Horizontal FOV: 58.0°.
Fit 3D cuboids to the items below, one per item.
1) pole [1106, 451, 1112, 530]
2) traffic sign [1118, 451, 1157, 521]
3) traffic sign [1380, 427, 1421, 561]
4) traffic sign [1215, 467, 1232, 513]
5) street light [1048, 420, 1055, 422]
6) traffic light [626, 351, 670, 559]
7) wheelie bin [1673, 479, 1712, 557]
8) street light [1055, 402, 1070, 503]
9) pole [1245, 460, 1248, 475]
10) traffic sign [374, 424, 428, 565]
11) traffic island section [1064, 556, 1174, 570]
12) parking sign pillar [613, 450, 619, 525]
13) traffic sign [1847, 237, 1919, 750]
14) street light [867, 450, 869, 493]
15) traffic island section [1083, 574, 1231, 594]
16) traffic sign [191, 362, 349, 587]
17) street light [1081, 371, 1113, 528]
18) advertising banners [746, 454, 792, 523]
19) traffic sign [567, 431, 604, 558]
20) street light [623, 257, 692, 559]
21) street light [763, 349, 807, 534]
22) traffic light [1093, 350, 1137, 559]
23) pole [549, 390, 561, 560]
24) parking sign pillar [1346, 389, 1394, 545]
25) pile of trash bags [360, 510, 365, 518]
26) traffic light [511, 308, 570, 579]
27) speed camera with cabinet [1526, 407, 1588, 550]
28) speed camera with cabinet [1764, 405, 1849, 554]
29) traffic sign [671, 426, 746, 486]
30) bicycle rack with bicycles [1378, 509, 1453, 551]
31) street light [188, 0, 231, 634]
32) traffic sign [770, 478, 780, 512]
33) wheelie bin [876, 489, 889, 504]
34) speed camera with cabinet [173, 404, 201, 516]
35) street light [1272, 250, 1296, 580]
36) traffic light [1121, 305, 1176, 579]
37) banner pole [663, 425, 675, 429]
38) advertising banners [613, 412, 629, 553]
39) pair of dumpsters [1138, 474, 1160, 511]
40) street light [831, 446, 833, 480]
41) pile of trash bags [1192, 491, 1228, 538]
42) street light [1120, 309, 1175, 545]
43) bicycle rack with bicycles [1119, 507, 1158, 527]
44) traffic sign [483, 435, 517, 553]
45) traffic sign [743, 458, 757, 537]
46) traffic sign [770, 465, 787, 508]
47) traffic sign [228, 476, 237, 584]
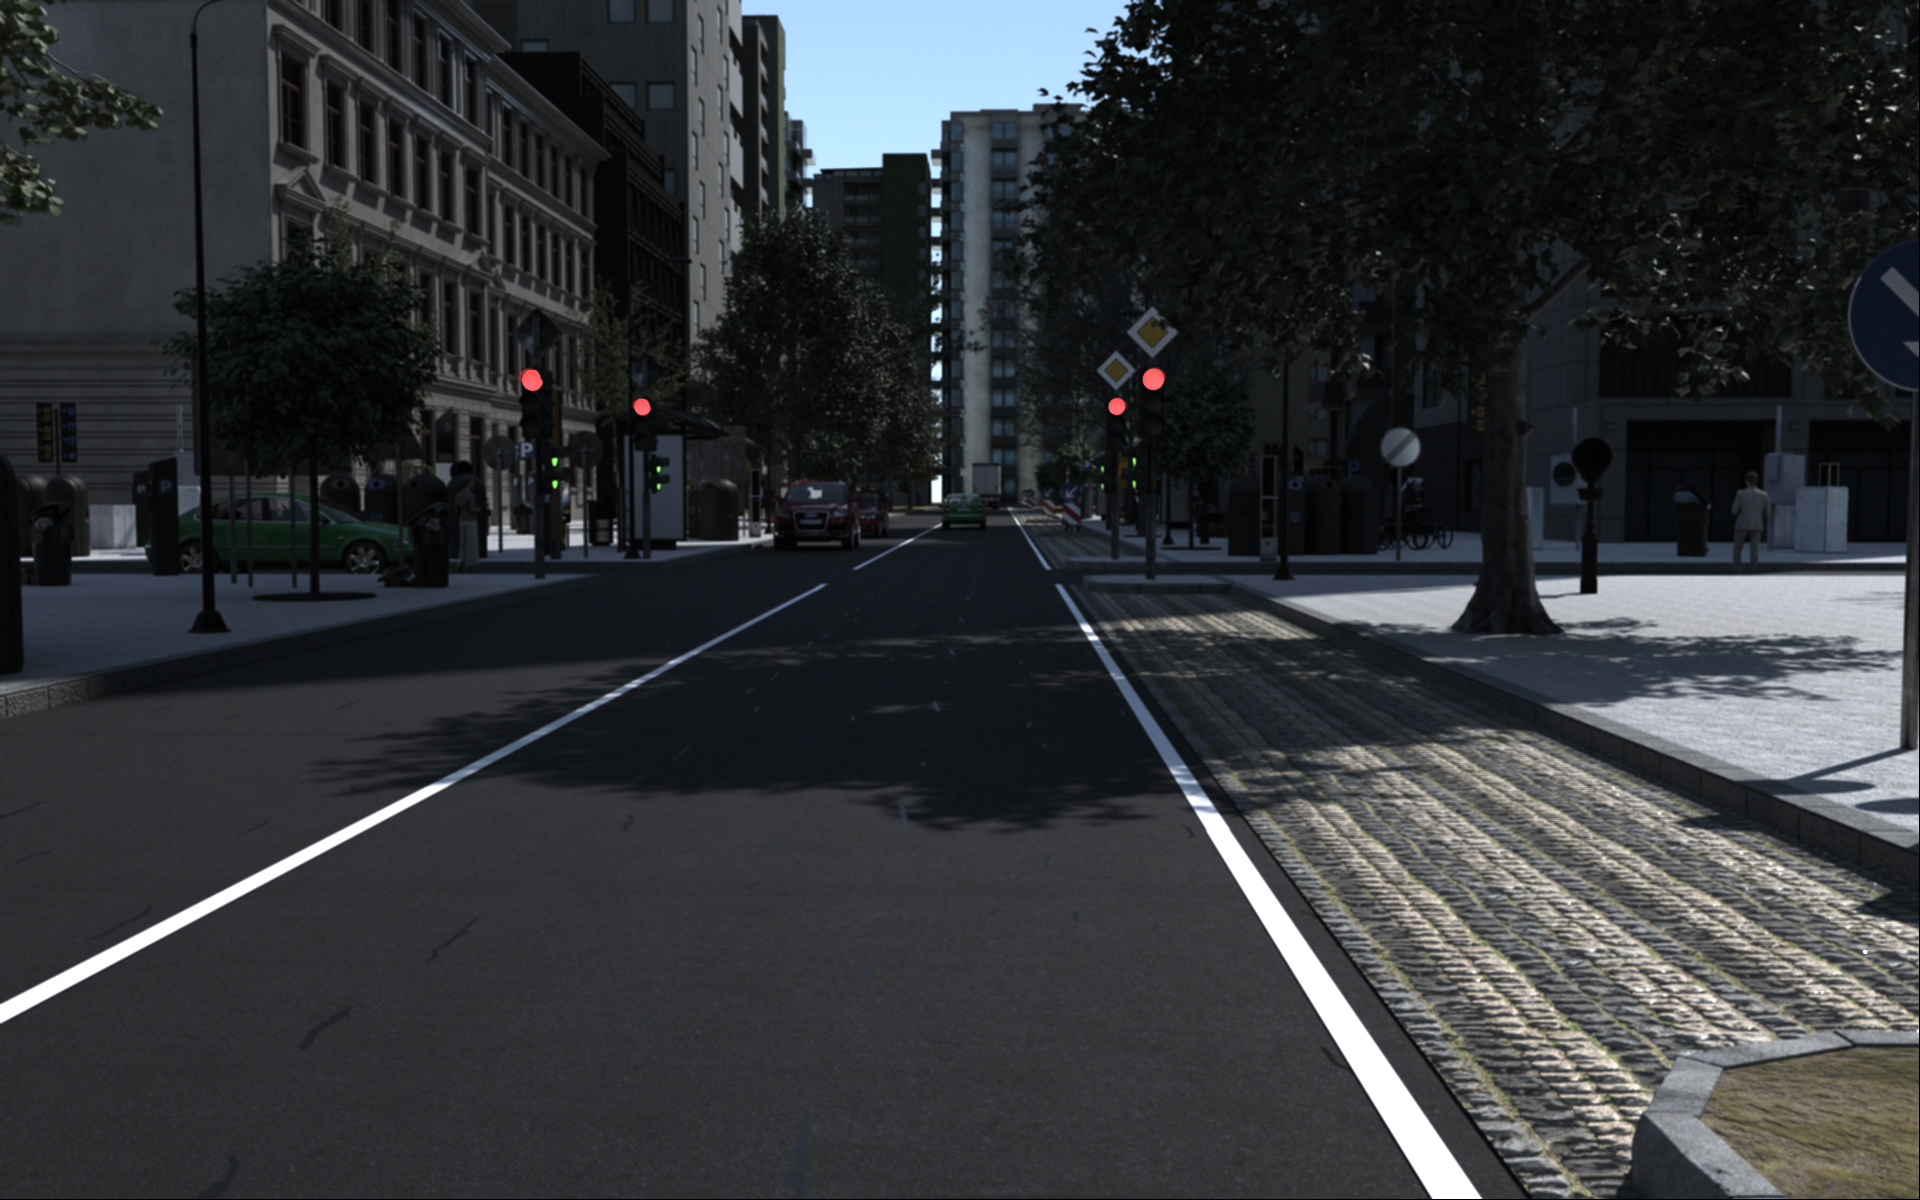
[{"bbox_3d":[5.329,-4.173,62.075,0.158,3.312,0.155,0,3,0],"label":"pole"},{"bbox_3d":[7.950,-5.252,79.735,2.265,3.308,0.079,1,4,11],"label":"traffic sign"},{"bbox_3d":[8.407,-2.021,33.143,0.768,2.556,0.104,0,4,8],"label":"traffic sign"},{"bbox_3d":[8.705,-3.539,57.971,0.768,2.556,0.104,0,4,5],"label":"traffic sign"},{"bbox_3d":[6.190,-8.331,108.751,1.470,5.913,1.316,0,4,1],"label":"street light"},{"bbox_3d":[-6.177,-2.766,34.149,0.839,4.253,0.868,0,4,1],"label":"traffic light"},{"bbox_3d":[15.087,-1.700,35.696,0.693,1.594,0.980,2,4,28],"label":"wheelie bin"},{"bbox_3d":[5.672,-7.006,87.086,1.470,5.913,1.316,0,4,1],"label":"street light"},{"bbox_3d":[15.241,-6.012,92.143,0.158,3.312,0.155,0,3,0],"label":"pole"},{"bbox_3d":[-8.635,-1.633,26.707,0.884,2.594,0.081,1,4,9],"label":"traffic sign"},{"bbox_3d":[3.072,-0.721,34.070,2.009,0.180,2.903,0,4,1],"label":"traffic island section"},{"bbox_3d":[-13.872,-5.129,72.328,1.447,3.967,1.447,-2,4,-29],"label":"parking sign pillar"},{"bbox_3d":[4.784,-0.523,8.653,0.768,2.556,0.104,0,4,4],"label":"traffic sign"},{"bbox_3d":[-4.690,-7.710,98.601,1.470,5.913,1.316,0,4,1],"label":"street light"},{"bbox_3d":[2.892,-0.233,26.087,2.009,0.180,2.903,0,4,1],"label":"traffic island section"},{"bbox_3d":[-9.457,-1.826,23.731,2.265,3.308,0.079,0,4,8],"label":"traffic sign"},{"bbox_3d":[5.233,-5.691,65.596,1.470,5.913,1.316,0,4,1],"label":"street light"},{"bbox_3d":[-8.415,-4.905,76.385,2.074,3.025,0.090,0,4,8],"label":"advertising banners"},{"bbox_3d":[-7.537,-2.123,34.817,0.768,2.556,0.104,0,4,7],"label":"traffic sign"},{"bbox_3d":[-5.953,-3.767,34.129,1.470,5.913,1.316,0,4,1],"label":"street light"},{"bbox_3d":[-5.608,-5.081,55.621,1.470,5.913,1.316,0,4,1],"label":"street light"},{"bbox_3d":[3.033,-2.754,33.957,0.839,4.253,0.868,0,4,1],"label":"traffic light"},{"bbox_3d":[-7.941,-2.452,33.928,0.158,3.312,0.155,0,3,0],"label":"pole"},{"bbox_3d":[10.301,-3.393,43.950,1.447,3.967,1.447,3,5,41],"label":"parking sign pillar"},{"bbox_3d":[-13.421,-1.758,38.492,1.912,1.369,3.447,3,5,44],"label":"pile of trash bags"},{"bbox_3d":[-6.357,-2.278,26.166,0.839,4.253,0.868,0,4,1],"label":"traffic light"},{"bbox_3d":[13.352,-2.782,39.815,2.038,3.252,0.660,3,5,44],"label":"speed camera with cabinet"},{"bbox_3d":[18.602,-2.676,38.096,0.660,3.252,2.038,-1,4,-13],"label":"speed camera with cabinet"},{"bbox_3d":[-7.533,-3.544,51.812,2.265,3.308,0.079,0,4,5],"label":"traffic sign"},{"bbox_3d":[10.256,-1.657,40.479,2.925,0.926,2.852,-1,4,-20],"label":"bicycle rack with bicycles"},{"bbox_3d":[-6.438,-2.652,15.906,1.470,5.913,1.316,0,4,1],"label":"street light"},{"bbox_3d":[-8.739,-5.031,82.253,0.884,2.594,0.081,0,4,6],"label":"traffic sign"},{"bbox_3d":[-4.951,-6.195,109.194,0.980,1.594,0.693,-1,4,-22],"label":"wheelie bin"},{"bbox_3d":[-16.755,-2.645,37.581,0.660,3.252,2.038,-1,4,-20],"label":"speed camera with cabinet"},{"bbox_3d":[4.312,-3.257,25.788,1.470,5.913,1.316,0,4,1],"label":"street light"},{"bbox_3d":[2.852,-2.266,25.974,0.839,4.253,0.868,0,4,1],"label":"traffic light"},{"bbox_3d":[-9.494,-4.011,55.599,0.863,3.779,0.401,2,4,26],"label":"banner pole"},{"bbox_3d":[-7.487,-2.567,38.158,0.090,3.025,2.074,0,4,-3],"label":"advertising banners"},{"bbox_3d":[9.449,-4.899,82.599,1.574,2.255,4.437,0,4,1],"label":"pair of dumpsters"},{"bbox_3d":[-5.170,-6.396,77.111,1.470,5.913,1.316,0,4,1],"label":"street light"},{"bbox_3d":[7.864,-2.590,52.094,1.912,1.369,3.447,-1,4,-20],"label":"pile of trash bags"},{"bbox_3d":[4.732,-4.353,43.719,1.470,5.913,1.316,0,4,1],"label":"street light"},{"bbox_3d":[7.439,-3.403,69.019,2.925,0.926,2.852,3,4,38],"label":"bicycle rack with bicycles"},{"bbox_3d":[-9.989,-2.293,37.596,0.768,2.556,0.104,1,4,10],"label":"traffic sign"},{"bbox_3d":[-6.489,-3.110,52.026,0.795,2.450,0.064,0,4,2],"label":"traffic sign"},{"bbox_3d":[-7.894,-4.584,75.054,0.768,2.556,0.104,0,4,6],"label":"traffic sign"},{"bbox_3d":[-10.415,-1.508,24.767,0.768,2.556,0.104,1,4,9],"label":"traffic sign"}]
